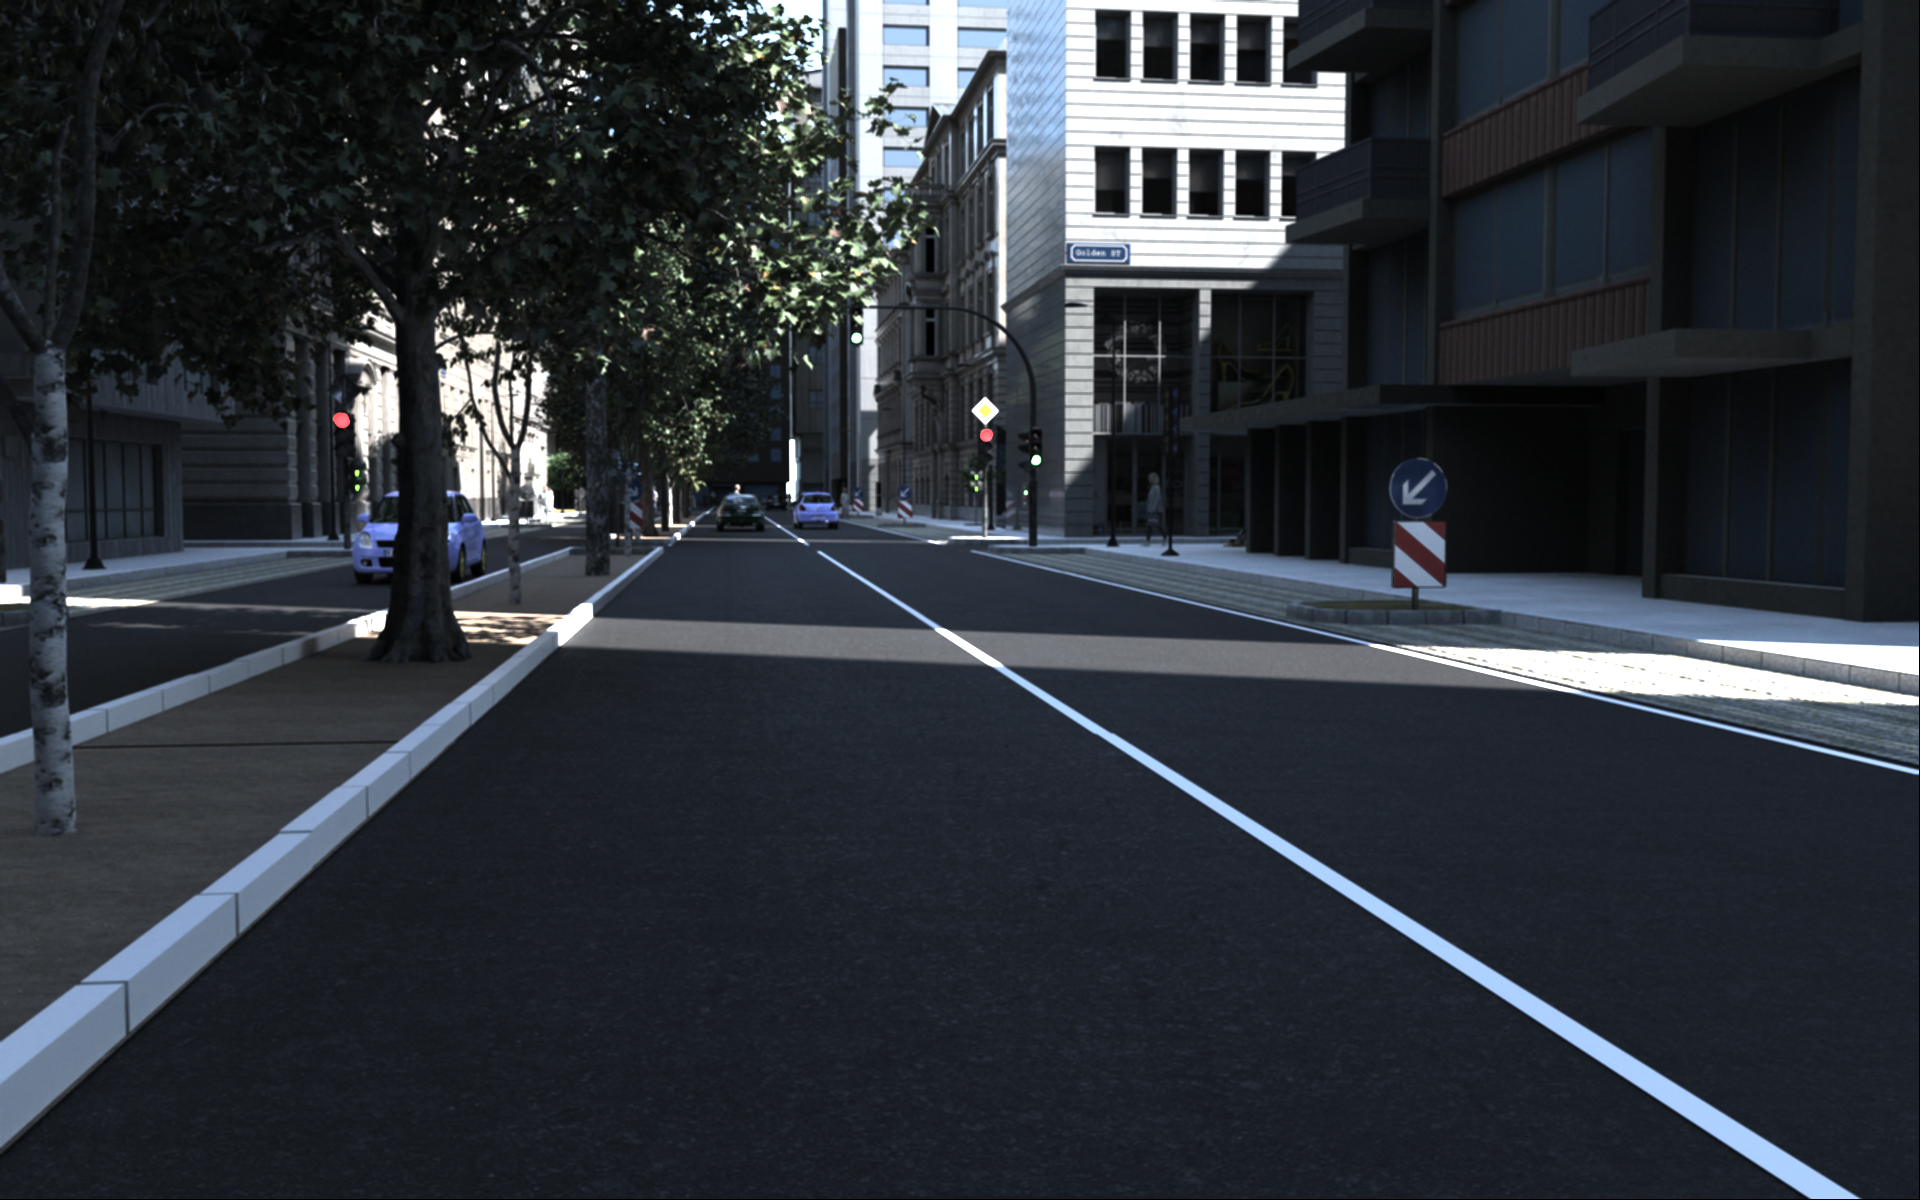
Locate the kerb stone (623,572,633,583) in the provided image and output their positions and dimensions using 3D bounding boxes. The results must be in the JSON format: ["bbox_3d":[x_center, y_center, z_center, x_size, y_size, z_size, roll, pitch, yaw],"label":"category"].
[{"bbox_3d":[-5.311,-0.312,27.400,0.120,0.150,1.000,0,4,-8],"label":"kerb stone"}]

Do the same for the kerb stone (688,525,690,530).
[{"bbox_3d":[-10.526,-2.712,66.539,0.120,0.150,1.000,0,4,-8],"label":"kerb stone"}]

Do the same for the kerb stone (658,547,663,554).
[{"bbox_3d":[-6.935,-1.060,39.589,0.120,0.150,1.000,0,4,-8],"label":"kerb stone"}]

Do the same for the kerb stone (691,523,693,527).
[{"bbox_3d":[-11.077,-2.961,70.601,0.120,0.150,1.000,0,4,-8],"label":"kerb stone"}]

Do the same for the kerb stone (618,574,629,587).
[{"bbox_3d":[-5.173,-0.251,26.388,0.120,0.150,1.000,0,4,-8],"label":"kerb stone"}]

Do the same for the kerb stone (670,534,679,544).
[{"bbox_3d":[-8.629,-1.841,52.300,0.120,0.150,1.000,0,4,-8],"label":"kerb stone"}]

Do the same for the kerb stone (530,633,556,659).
[{"bbox_3d":[-3.686,0.427,15.212,0.120,0.150,1.000,0,4,-8],"label":"kerb stone"}]

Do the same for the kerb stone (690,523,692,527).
[{"bbox_3d":[-10.937,-2.896,69.583,0.120,0.150,1.000,0,4,-8],"label":"kerb stone"}]

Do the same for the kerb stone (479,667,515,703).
[{"bbox_3d":[-3.269,0.614,12.163,0.120,0.150,1.000,0,4,-8],"label":"kerb stone"}]

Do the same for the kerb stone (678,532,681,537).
[{"bbox_3d":[-8.904,-1.966,54.331,0.120,0.150,1.000,0,4,-8],"label":"kerb stone"}]

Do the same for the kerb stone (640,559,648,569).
[{"bbox_3d":[-5.981,-0.627,32.477,0.120,0.150,1.000,0,4,-8],"label":"kerb stone"}]

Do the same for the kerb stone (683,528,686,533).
[{"bbox_3d":[-9.712,-2.338,60.422,0.120,0.150,1.000,0,4,-8],"label":"kerb stone"}]

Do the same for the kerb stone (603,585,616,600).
[{"bbox_3d":[-4.761,-0.070,23.341,0.120,0.150,1.000,0,4,-8],"label":"kerb stone"}]

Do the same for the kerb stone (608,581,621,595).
[{"bbox_3d":[-4.901,-0.132,24.353,0.120,0.150,1.000,0,4,-8],"label":"kerb stone"}]

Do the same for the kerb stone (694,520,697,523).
[{"bbox_3d":[-12.162,-3.452,78.742,0.120,0.150,1.000,0,4,-8],"label":"kerb stone"}]

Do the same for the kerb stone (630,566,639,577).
[{"bbox_3d":[-5.579,-0.440,29.426,0.120,0.150,1.000,0,4,-8],"label":"kerb stone"}]

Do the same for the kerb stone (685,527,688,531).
[{"bbox_3d":[-9.983,-2.461,62.452,0.120,0.150,1.000,0,4,-8],"label":"kerb stone"}]

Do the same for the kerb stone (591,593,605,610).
[{"bbox_3d":[-4.495,0.054,21.310,0.120,0.150,1.000,0,4,-8],"label":"kerb stone"}]

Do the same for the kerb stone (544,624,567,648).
[{"bbox_3d":[-3.818,0.365,16.233,0.120,0.150,1.000,0,4,-8],"label":"kerb stone"}]

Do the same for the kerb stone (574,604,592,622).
[{"bbox_3d":[-4.229,0.178,19.281,0.120,0.150,1.000,0,4,-8],"label":"kerb stone"}]

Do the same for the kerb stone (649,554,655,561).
[{"bbox_3d":[-6.396,-0.809,35.528,0.120,0.150,1.000,0,4,-8],"label":"kerb stone"}]

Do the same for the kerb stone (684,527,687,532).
[{"bbox_3d":[-9.856,-2.400,61.434,0.120,0.150,1.000,0,4,-8],"label":"kerb stone"}]

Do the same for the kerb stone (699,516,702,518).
[{"bbox_3d":[-13.924,-4.265,91.934,0.120,0.150,1.000,0,4,-8],"label":"kerb stone"}]

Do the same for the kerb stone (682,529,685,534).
[{"bbox_3d":[-9.444,-2.214,58.393,0.120,0.150,1.000,0,4,-8],"label":"kerb stone"}]

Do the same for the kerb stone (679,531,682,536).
[{"bbox_3d":[-9.044,-2.023,55.344,0.120,0.150,1.000,0,4,-8],"label":"kerb stone"}]

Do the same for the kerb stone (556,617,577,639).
[{"bbox_3d":[-3.950,0.303,17.249,0.120,0.150,1.000,0,4,-8],"label":"kerb stone"}]

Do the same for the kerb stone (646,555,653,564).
[{"bbox_3d":[-6.255,-0.751,34.515,0.120,0.150,1.000,0,4,-8],"label":"kerb stone"}]

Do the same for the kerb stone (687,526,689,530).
[{"bbox_3d":[-10.257,-2.588,64.506,0.120,0.150,1.000,0,4,-8],"label":"kerb stone"}]

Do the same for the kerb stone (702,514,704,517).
[{"bbox_3d":[-14.872,-4.700,99.047,0.120,0.150,1.000,0,4,-8],"label":"kerb stone"}]

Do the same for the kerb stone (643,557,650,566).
[{"bbox_3d":[-6.123,-0.691,33.499,0.120,0.150,1.000,0,4,-8],"label":"kerb stone"}]

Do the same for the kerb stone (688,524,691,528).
[{"bbox_3d":[-10.667,-2.766,67.553,0.120,0.150,1.000,0,4,-8],"label":"kerb stone"}]

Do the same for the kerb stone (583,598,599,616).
[{"bbox_3d":[-4.361,0.116,20.295,0.120,0.150,1.000,0,4,-8],"label":"kerb stone"}]

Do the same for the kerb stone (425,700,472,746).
[{"bbox_3d":[-3.006,0.738,10.136,0.120,0.150,1.000,0,4,-8],"label":"kerb stone"}]

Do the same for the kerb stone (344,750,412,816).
[{"bbox_3d":[-2.730,0.864,8.111,0.120,0.150,1.000,0,4,-8],"label":"kerb stone"}]

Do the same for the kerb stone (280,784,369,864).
[{"bbox_3d":[-2.598,0.924,7.096,0.120,0.150,1.000,0,4,-8],"label":"kerb stone"}]

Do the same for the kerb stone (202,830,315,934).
[{"bbox_3d":[-2.456,0.991,6.084,0.120,0.150,1.000,0,4,-8],"label":"kerb stone"}]

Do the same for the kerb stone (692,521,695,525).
[{"bbox_3d":[-11.617,-3.208,74.669,0.120,0.150,1.000,0,4,-8],"label":"kerb stone"}]

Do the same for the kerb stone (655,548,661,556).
[{"bbox_3d":[-6.799,-1.002,38.576,0.120,0.150,1.000,0,4,-8],"label":"kerb stone"}]

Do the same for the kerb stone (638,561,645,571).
[{"bbox_3d":[-5.850,-0.567,31.460,0.120,0.150,1.000,0,4,-8],"label":"kerb stone"}]

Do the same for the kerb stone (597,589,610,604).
[{"bbox_3d":[-4.636,-0.008,22.325,0.120,0.150,1.000,0,4,-8],"label":"kerb stone"}]

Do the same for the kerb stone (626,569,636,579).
[{"bbox_3d":[-5.447,-0.376,28.413,0.120,0.150,1.000,0,4,-8],"label":"kerb stone"}]

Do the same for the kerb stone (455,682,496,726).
[{"bbox_3d":[-3.136,0.676,11.150,0.120,0.150,1.000,0,4,-8],"label":"kerb stone"}]

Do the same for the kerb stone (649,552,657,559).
[{"bbox_3d":[-6.530,-0.869,36.545,0.120,0.150,1.000,0,4,-8],"label":"kerb stone"}]

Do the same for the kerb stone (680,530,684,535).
[{"bbox_3d":[-9.307,-2.146,57.372,0.120,0.150,1.000,0,4,-8],"label":"kerb stone"}]

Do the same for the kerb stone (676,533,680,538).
[{"bbox_3d":[-8.770,-1.900,53.314,0.120,0.150,1.000,0,4,-8],"label":"kerb stone"}]

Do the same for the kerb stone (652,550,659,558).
[{"bbox_3d":[-6.669,-0.939,37.557,0.120,0.150,1.000,0,4,-8],"label":"kerb stone"}]

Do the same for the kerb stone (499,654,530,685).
[{"bbox_3d":[-3.407,0.552,13.175,0.120,0.150,1.000,0,4,-8],"label":"kerb stone"}]

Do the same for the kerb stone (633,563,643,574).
[{"bbox_3d":[-5.706,-0.503,30.441,0.120,0.150,1.000,0,4,-8],"label":"kerb stone"}]

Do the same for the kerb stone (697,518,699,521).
[{"bbox_3d":[-12.844,-3.769,83.817,0.120,0.150,1.000,0,4,-8],"label":"kerb stone"}]

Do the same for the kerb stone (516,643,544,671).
[{"bbox_3d":[-3.549,0.489,14.199,0.120,0.150,1.000,0,4,-8],"label":"kerb stone"}]

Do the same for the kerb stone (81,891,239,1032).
[{"bbox_3d":[-2.321,1.049,5.062,0.120,0.150,1.000,0,4,-8],"label":"kerb stone"}]

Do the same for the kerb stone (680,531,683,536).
[{"bbox_3d":[-9.179,-2.086,56.358,0.120,0.150,1.000,0,4,-8],"label":"kerb stone"}]

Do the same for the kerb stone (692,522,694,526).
[{"bbox_3d":[-11.349,-3.085,72.634,0.120,0.150,1.000,0,4,-8],"label":"kerb stone"}]

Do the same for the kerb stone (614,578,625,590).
[{"bbox_3d":[-5.039,-0.188,25.368,0.120,0.150,1.000,0,4,-8],"label":"kerb stone"}]

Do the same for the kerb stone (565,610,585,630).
[{"bbox_3d":[-4.087,0.241,18.262,0.120,0.150,1.000,0,4,-8],"label":"kerb stone"}]

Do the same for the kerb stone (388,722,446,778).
[{"bbox_3d":[-2.866,0.800,9.123,0.120,0.150,1.000,0,4,-8],"label":"kerb stone"}]
